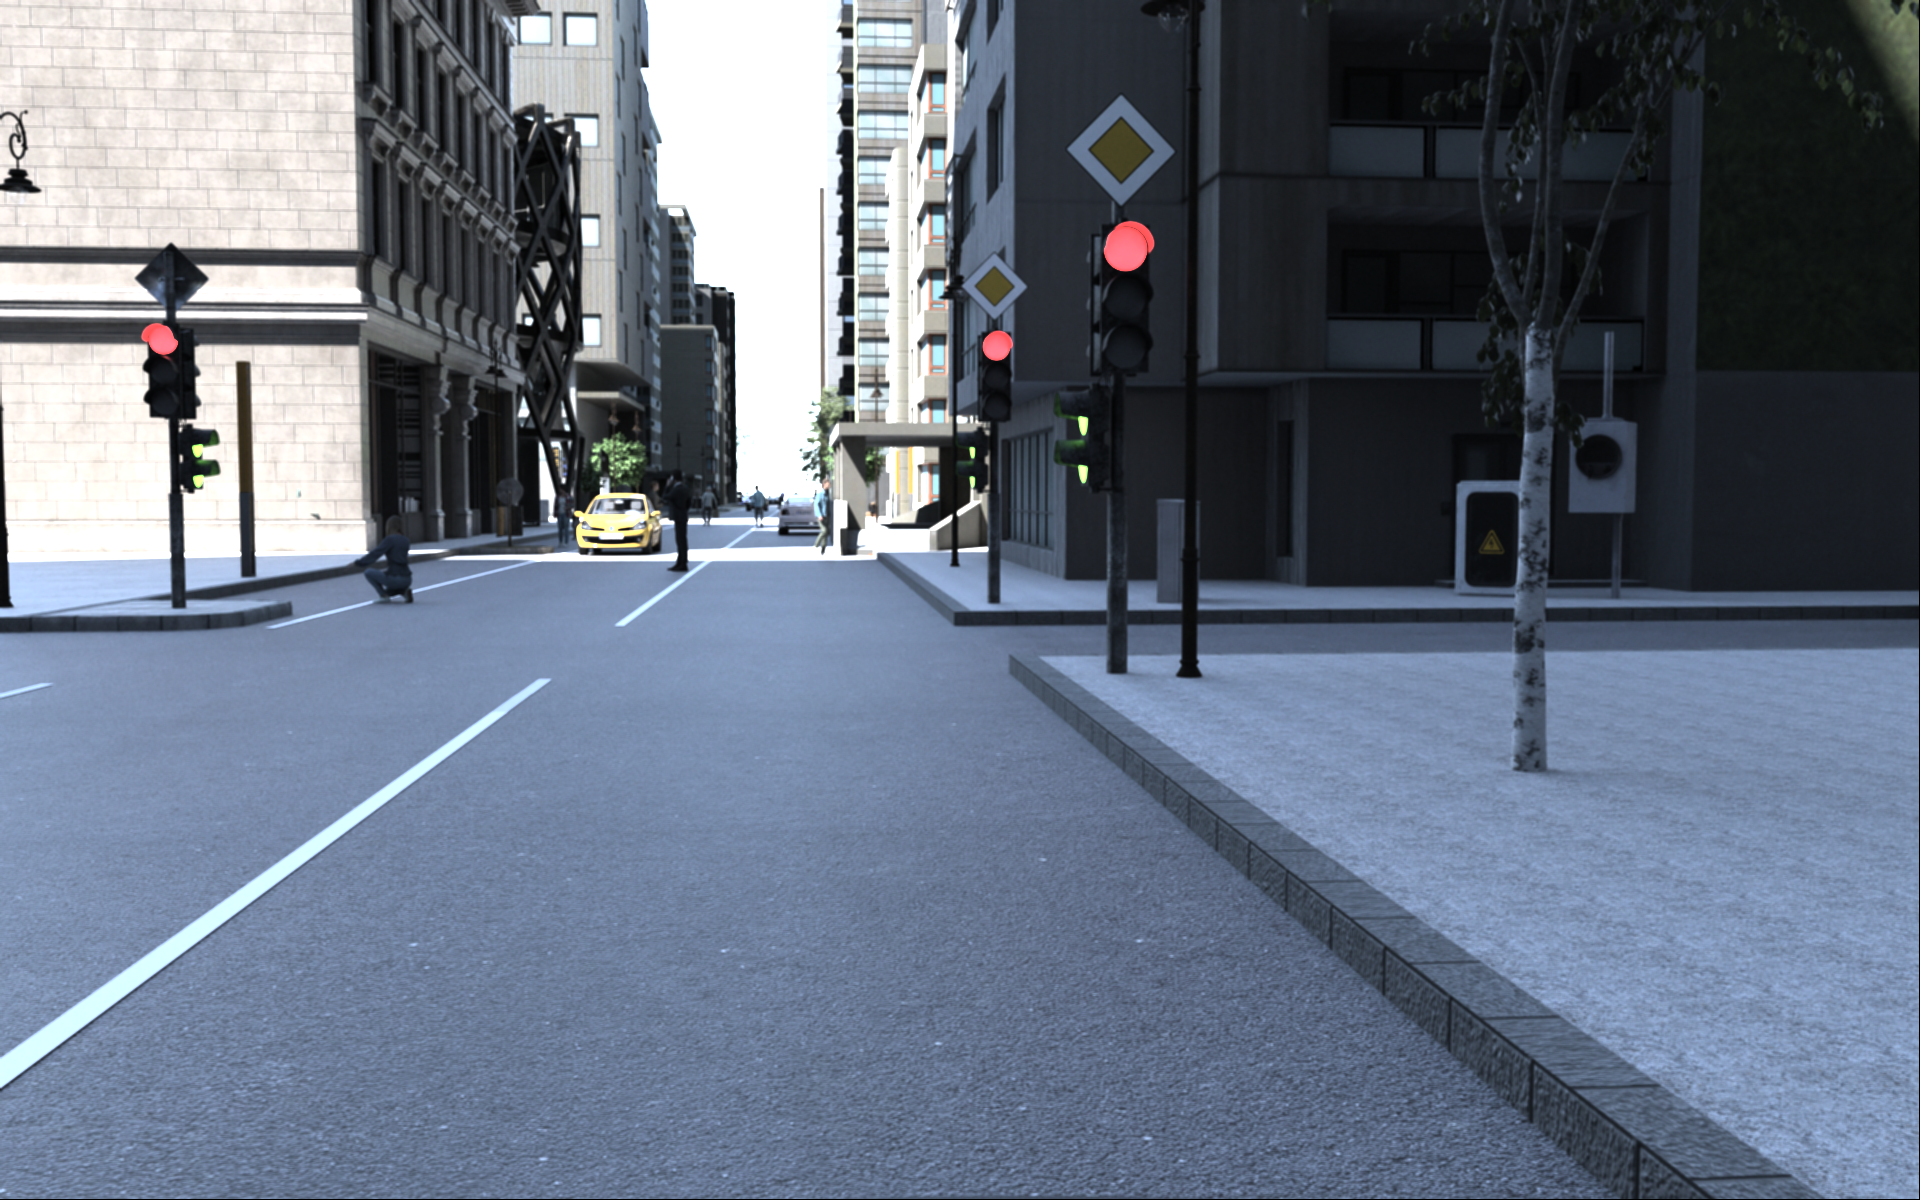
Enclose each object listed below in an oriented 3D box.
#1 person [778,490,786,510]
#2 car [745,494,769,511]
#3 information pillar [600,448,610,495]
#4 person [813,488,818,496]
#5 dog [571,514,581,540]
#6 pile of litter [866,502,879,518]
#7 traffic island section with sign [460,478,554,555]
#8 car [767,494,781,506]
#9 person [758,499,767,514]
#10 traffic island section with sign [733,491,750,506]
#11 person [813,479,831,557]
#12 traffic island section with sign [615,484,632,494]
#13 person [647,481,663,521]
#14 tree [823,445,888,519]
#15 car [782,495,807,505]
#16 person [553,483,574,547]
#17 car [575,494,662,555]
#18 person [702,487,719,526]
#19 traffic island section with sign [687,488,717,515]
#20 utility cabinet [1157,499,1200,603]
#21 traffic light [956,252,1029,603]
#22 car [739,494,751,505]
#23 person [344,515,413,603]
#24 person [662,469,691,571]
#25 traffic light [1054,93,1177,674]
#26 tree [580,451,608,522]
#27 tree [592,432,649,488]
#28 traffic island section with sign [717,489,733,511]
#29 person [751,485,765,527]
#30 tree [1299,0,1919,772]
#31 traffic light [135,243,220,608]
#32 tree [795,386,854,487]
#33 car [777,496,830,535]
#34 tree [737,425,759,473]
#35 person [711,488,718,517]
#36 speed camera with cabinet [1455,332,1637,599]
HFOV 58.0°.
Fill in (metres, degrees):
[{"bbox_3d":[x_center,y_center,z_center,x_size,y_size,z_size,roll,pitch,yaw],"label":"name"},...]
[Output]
[{"bbox_3d":[-16.157,-9.107,157.272,0.709,1.838,0.599,-2,4,-26],"label":"person"},{"bbox_3d":[-17.230,-8.402,147.154,2.009,1.686,4.222,0,4,-4],"label":"car"},{"bbox_3d":[-18.072,-5.919,88.132,0.504,3.616,0.183,-3,5,-43],"label":"information pillar"},{"bbox_3d":[-9.586,-6.537,115.521,0.705,1.807,1.348,0,4,7],"label":"person"},{"bbox_3d":[-11.867,-2.298,54.405,0.800,0.831,0.513,1,4,18],"label":"dog"},{"bbox_3d":[-5.032,-4.955,94.979,1.176,0.858,1.719,-1,4,-9],"label":"pile of litter"},{"bbox_3d":[-10.865,-2.024,41.717,1.989,1.847,2.006,0,4,-5],"label":"traffic island section with sign"},{"bbox_3d":[-22.614,-12.244,209.980,2.009,1.686,4.222,0,4,-4],"label":"car"},{"bbox_3d":[-14.361,-7.051,124.501,0.721,1.743,1.217,3,5,40],"label":"person"},{"bbox_3d":[-25.493,-11.790,201.396,1.989,1.847,2.006,0,4,-5],"label":"traffic island section with sign"},{"bbox_3d":[-3.145,-1.887,39.701,0.444,1.785,0.601,2,4,35],"label":"person"},{"bbox_3d":[-13.350,-3.684,68.857,1.989,1.847,2.006,0,4,-5],"label":"traffic island section with sign"},{"bbox_3d":[-7.830,-2.174,44.601,0.362,1.759,0.519,-2,4,-32],"label":"person"},{"bbox_3d":[-5.370,-6.407,88.467,4.285,4.588,4.351,0,3,0],"label":"tree"},{"bbox_3d":[-10.060,-5.843,107.892,2.083,1.381,4.827,0,4,-4],"label":"car"},{"bbox_3d":[-10.733,-2.300,46.939,0.563,1.720,0.643,0,4,5],"label":"person"},{"bbox_3d":[-8.206,-1.936,41.872,2.015,1.641,3.980,0,4,-5],"label":"car"},{"bbox_3d":[-11.297,-4.243,78.364,0.782,1.767,0.515,-2,4,-26],"label":"person"},{"bbox_3d":[-17.923,-6.733,118.718,1.989,1.847,2.006,0,4,-5],"label":"traffic island section with sign"},{"bbox_3d":[2.633,-0.589,20.788,0.306,1.237,1.020,1,4,21],"label":"utility cabinet"},{"bbox_3d":[0.379,-1.917,20.269,0.839,4.253,0.868,0,4,-5],"label":"traffic light"},{"bbox_3d":[-26.742,-12.698,217.205,1.945,1.707,3.694,0,4,-3],"label":"car"},{"bbox_3d":[-7.606,-0.538,22.787,0.738,1.151,1.012,2,4,32],"label":"person"},{"bbox_3d":[-5.274,-1.488,32.187,0.474,1.900,0.648,0,4,2],"label":"person"},{"bbox_3d":[1.107,-1.431,12.317,0.839,4.253,0.868,0,4,-5],"label":"traffic light"},{"bbox_3d":[-16.727,-5.122,78.350,1.663,3.219,1.824,0,3,0],"label":"tree"},{"bbox_3d":[-17.978,-6.570,91.133,4.285,4.588,4.351,0,3,0],"label":"tree"},{"bbox_3d":[-20.380,-8.375,145.561,1.989,1.847,2.006,0,4,-5],"label":"traffic island section with sign"},{"bbox_3d":[-8.822,-4.110,75.566,0.638,1.841,0.748,0,4,-8],"label":"person"},{"bbox_3d":[2.884,-3.515,7.832,4.360,8.622,3.978,0,3,0],"label":"tree"},{"bbox_3d":[-8.793,-1.865,19.417,0.839,4.253,0.868,0,4,-5],"label":"traffic light"},{"bbox_3d":[-13.315,-16.100,181.367,7.486,12.596,7.792,0,3,0],"label":"tree"},{"bbox_3d":[-5.557,-3.053,62.283,2.083,1.381,4.827,0,4,-4],"label":"car"},{"bbox_3d":[-32.942,-19.892,250.986,9.928,11.665,9.643,0,3,0],"label":"tree"},{"bbox_3d":[-15.704,-6.232,110.524,0.705,1.807,1.348,1,4,14],"label":"person"},{"bbox_3d":[7.240,-1.657,21.434,2.038,3.252,0.660,2,4,32],"label":"speed camera with cabinet"}]
